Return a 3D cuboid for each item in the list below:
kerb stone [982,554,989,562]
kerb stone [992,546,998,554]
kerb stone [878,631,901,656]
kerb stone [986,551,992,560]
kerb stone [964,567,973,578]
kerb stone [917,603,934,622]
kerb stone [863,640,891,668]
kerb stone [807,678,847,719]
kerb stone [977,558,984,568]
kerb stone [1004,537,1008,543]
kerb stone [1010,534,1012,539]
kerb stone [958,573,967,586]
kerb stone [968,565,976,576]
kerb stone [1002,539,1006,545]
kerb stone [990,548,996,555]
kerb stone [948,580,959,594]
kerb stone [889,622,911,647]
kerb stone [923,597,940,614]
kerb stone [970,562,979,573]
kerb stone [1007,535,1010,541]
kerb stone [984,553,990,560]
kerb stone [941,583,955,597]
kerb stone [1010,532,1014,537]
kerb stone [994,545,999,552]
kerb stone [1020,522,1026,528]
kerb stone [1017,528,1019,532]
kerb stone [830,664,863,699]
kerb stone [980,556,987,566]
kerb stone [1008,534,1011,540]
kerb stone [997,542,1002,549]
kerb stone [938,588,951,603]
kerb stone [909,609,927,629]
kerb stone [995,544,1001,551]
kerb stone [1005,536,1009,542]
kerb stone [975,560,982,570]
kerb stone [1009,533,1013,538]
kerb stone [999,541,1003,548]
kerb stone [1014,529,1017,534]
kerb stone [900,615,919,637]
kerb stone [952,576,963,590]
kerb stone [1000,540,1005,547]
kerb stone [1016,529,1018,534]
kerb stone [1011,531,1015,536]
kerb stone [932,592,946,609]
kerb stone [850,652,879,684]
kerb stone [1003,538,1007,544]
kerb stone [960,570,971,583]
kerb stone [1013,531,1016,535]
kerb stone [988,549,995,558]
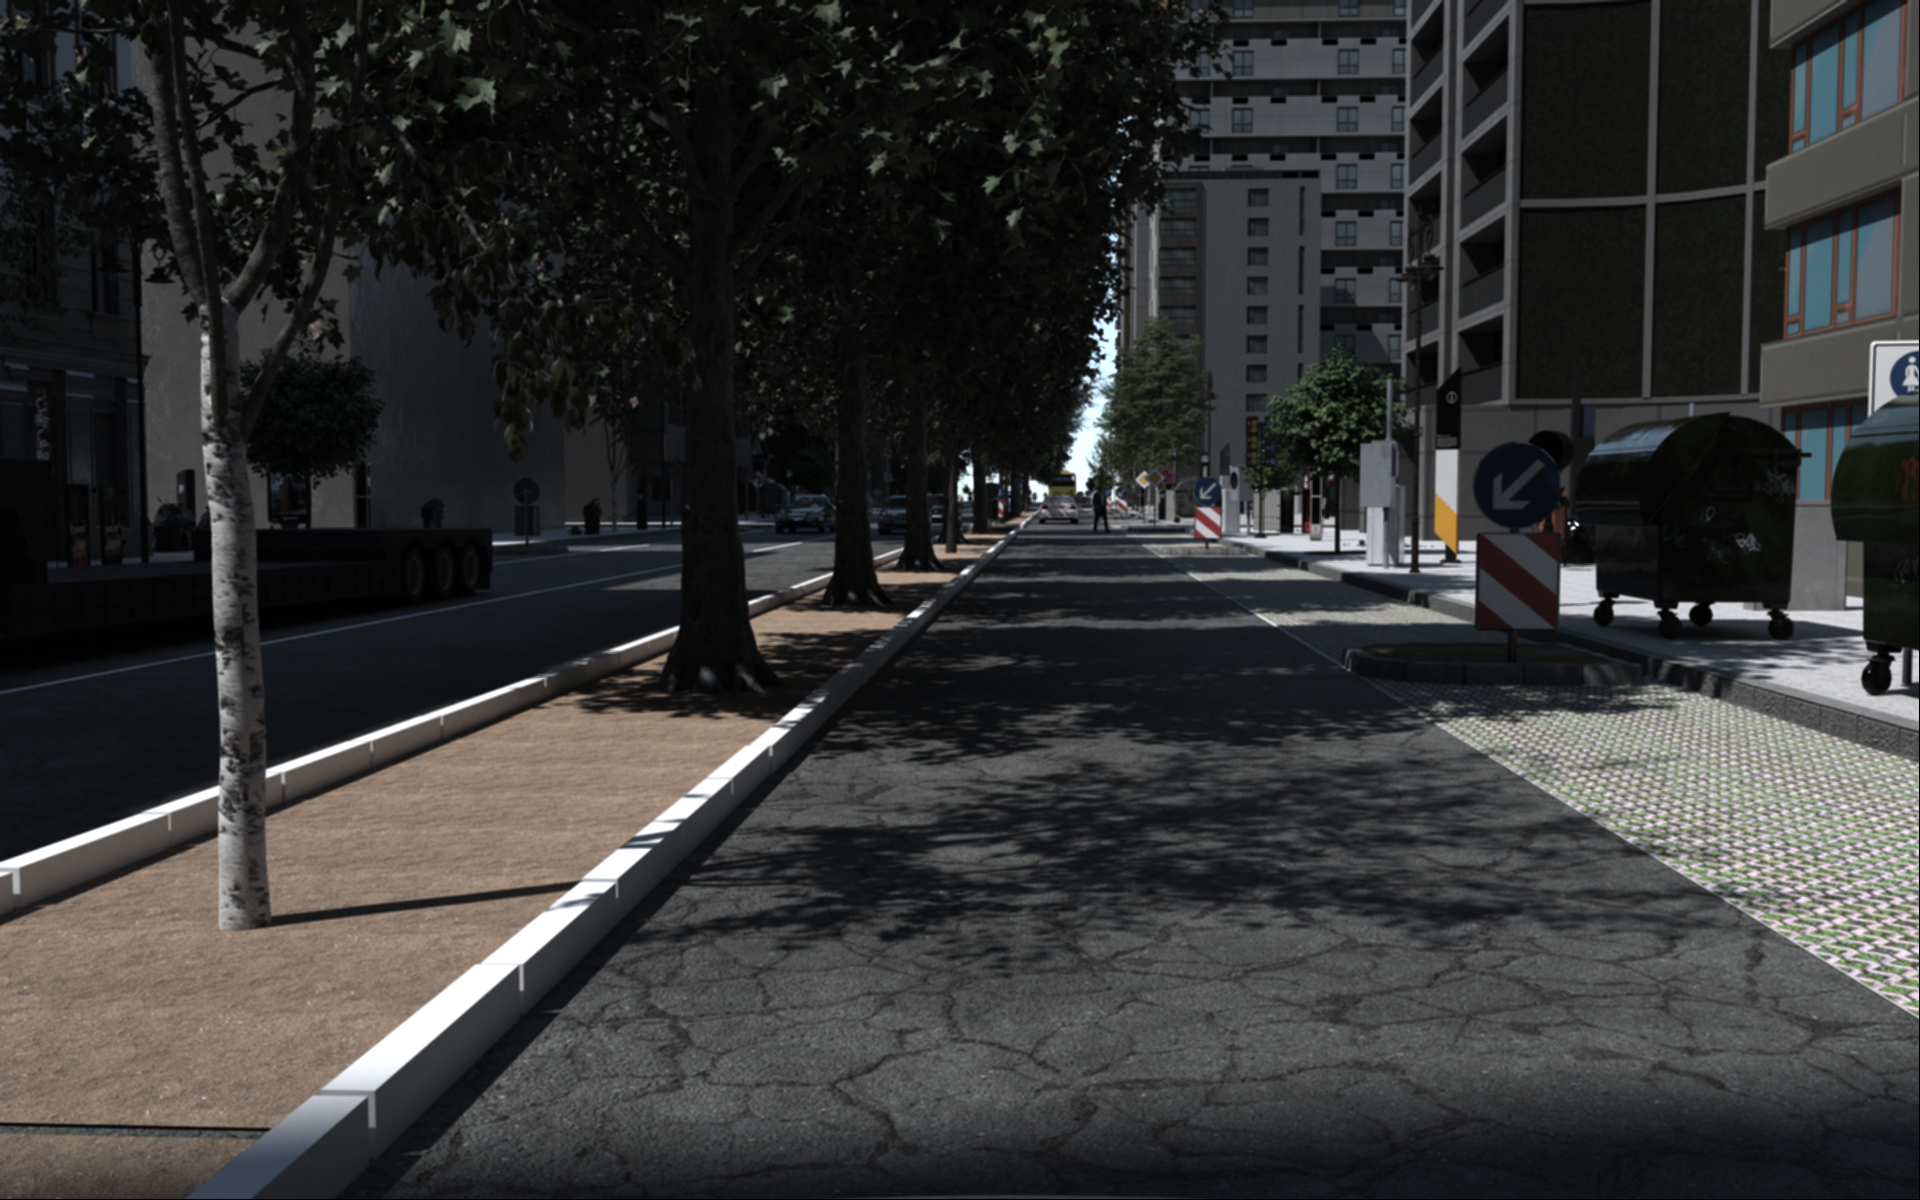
[{"bbox_3d":[0.449,-0.775,34.971,0.120,0.150,1.000,0,4,3],"label":"kerb stone"},{"bbox_3d":[0.739,-1.091,40.084,0.120,0.150,1.000,0,4,3],"label":"kerb stone"},{"bbox_3d":[-0.653,0.414,15.486,0.120,0.150,1.000,0,4,3],"label":"kerb stone"},{"bbox_3d":[0.554,-0.905,37.022,0.120,0.150,1.000,0,4,3],"label":"kerb stone"},{"bbox_3d":[0.094,-0.404,28.828,0.120,0.150,1.000,0,4,3],"label":"kerb stone"},{"bbox_3d":[-0.418,0.164,19.579,0.120,0.150,1.000,0,4,3],"label":"kerb stone"},{"bbox_3d":[-0.709,0.473,14.465,0.120,0.150,1.000,0,4,3],"label":"kerb stone"},{"bbox_3d":[-0.884,0.661,11.394,0.120,0.150,1.000,0,4,3],"label":"kerb stone"},{"bbox_3d":[0.331,-0.653,32.930,0.120,0.150,1.000,0,4,3],"label":"kerb stone"},{"bbox_3d":[1.198,-1.595,48.303,0.120,0.150,1.000,0,4,3],"label":"kerb stone"},{"bbox_3d":[1.431,-1.848,52.405,0.120,0.150,1.000,0,4,3],"label":"kerb stone"},{"bbox_3d":[-0.017,-0.278,26.766,0.120,0.150,1.000,0,4,3],"label":"kerb stone"},{"bbox_3d":[0.157,-0.468,29.848,0.120,0.150,1.000,0,4,3],"label":"kerb stone"},{"bbox_3d":[1.089,-1.471,46.250,0.120,0.150,1.000,0,4,3],"label":"kerb stone"},{"bbox_3d":[0.680,-1.032,39.064,0.120,0.150,1.000,0,4,3],"label":"kerb stone"},{"bbox_3d":[-0.136,-0.153,24.707,0.120,0.150,1.000,0,4,3],"label":"kerb stone"},{"bbox_3d":[-0.595,0.348,16.510,0.120,0.150,1.000,0,4,3],"label":"kerb stone"},{"bbox_3d":[-0.367,0.097,20.606,0.120,0.150,1.000,0,4,3],"label":"kerb stone"},{"bbox_3d":[0.208,-0.531,30.880,0.120,0.150,1.000,0,4,3],"label":"kerb stone"},{"bbox_3d":[1.311,-1.722,50.354,0.120,0.150,1.000,0,4,3],"label":"kerb stone"},{"bbox_3d":[0.500,-0.843,35.992,0.120,0.150,1.000,0,4,3],"label":"kerb stone"},{"bbox_3d":[-0.199,-0.091,23.685,0.120,0.150,1.000,0,4,3],"label":"kerb stone"},{"bbox_3d":[1.547,-1.973,54.446,0.120,0.150,1.000,0,4,3],"label":"kerb stone"},{"bbox_3d":[0.792,-1.157,41.116,0.120,0.150,1.000,0,4,3],"label":"kerb stone"},{"bbox_3d":[2.616,-3.132,73.411,0.120,0.150,1.000,0,4,3],"label":"kerb stone"},{"bbox_3d":[1.952,-2.411,61.612,0.120,0.150,1.000,0,4,3],"label":"kerb stone"},{"bbox_3d":[-0.829,0.598,12.419,0.120,0.150,1.000,0,4,3],"label":"kerb stone"},{"bbox_3d":[0.390,-0.719,33.950,0.120,0.150,1.000,0,4,3],"label":"kerb stone"},{"bbox_3d":[1.376,-1.785,51.377,0.120,0.150,1.000,0,4,3],"label":"kerb stone"},{"bbox_3d":[0.912,-1.283,43.168,0.120,0.150,1.000,0,4,3],"label":"kerb stone"},{"bbox_3d":[-0.242,-0.028,22.654,0.120,0.150,1.000,0,4,3],"label":"kerb stone"},{"bbox_3d":[-0.481,0.229,18.559,0.120,0.150,1.000,0,4,3],"label":"kerb stone"},{"bbox_3d":[0.855,-1.220,42.144,0.120,0.150,1.000,0,4,3],"label":"kerb stone"},{"bbox_3d":[1.258,-1.660,49.330,0.120,0.150,1.000,0,4,3],"label":"kerb stone"},{"bbox_3d":[0.269,-0.594,31.905,0.120,0.150,1.000,0,4,3],"label":"kerb stone"},{"bbox_3d":[1.493,-1.910,53.425,0.120,0.150,1.000,0,4,3],"label":"kerb stone"},{"bbox_3d":[0.968,-1.346,44.203,0.120,0.150,1.000,0,4,3],"label":"kerb stone"},{"bbox_3d":[1.778,-2.223,58.535,0.120,0.150,1.000,0,4,3],"label":"kerb stone"},{"bbox_3d":[-0.536,0.285,17.530,0.120,0.150,1.000,0,4,3],"label":"kerb stone"},{"bbox_3d":[-0.074,-0.214,25.731,0.120,0.150,1.000,0,4,3],"label":"kerb stone"},{"bbox_3d":[1.029,-1.408,45.223,0.120,0.150,1.000,0,4,3],"label":"kerb stone"},{"bbox_3d":[1.830,-2.285,59.560,0.120,0.150,1.000,0,4,3],"label":"kerb stone"},{"bbox_3d":[1.607,-2.029,55.473,0.120,0.150,1.000,0,4,3],"label":"kerb stone"},{"bbox_3d":[-0.301,0.036,21.631,0.120,0.150,1.000,0,4,3],"label":"kerb stone"},{"bbox_3d":[-0.764,0.541,13.440,0.120,0.150,1.000,0,4,3],"label":"kerb stone"},{"bbox_3d":[1.144,-1.530,47.271,0.120,0.150,1.000,0,4,3],"label":"kerb stone"},{"bbox_3d":[0.050,-0.338,27.792,0.120,0.150,1.000,0,4,3],"label":"kerb stone"},{"bbox_3d":[1.662,-2.096,56.494,0.120,0.150,1.000,0,4,3],"label":"kerb stone"},{"bbox_3d":[0.625,-0.965,38.042,0.120,0.150,1.000,0,4,3],"label":"kerb stone"}]
